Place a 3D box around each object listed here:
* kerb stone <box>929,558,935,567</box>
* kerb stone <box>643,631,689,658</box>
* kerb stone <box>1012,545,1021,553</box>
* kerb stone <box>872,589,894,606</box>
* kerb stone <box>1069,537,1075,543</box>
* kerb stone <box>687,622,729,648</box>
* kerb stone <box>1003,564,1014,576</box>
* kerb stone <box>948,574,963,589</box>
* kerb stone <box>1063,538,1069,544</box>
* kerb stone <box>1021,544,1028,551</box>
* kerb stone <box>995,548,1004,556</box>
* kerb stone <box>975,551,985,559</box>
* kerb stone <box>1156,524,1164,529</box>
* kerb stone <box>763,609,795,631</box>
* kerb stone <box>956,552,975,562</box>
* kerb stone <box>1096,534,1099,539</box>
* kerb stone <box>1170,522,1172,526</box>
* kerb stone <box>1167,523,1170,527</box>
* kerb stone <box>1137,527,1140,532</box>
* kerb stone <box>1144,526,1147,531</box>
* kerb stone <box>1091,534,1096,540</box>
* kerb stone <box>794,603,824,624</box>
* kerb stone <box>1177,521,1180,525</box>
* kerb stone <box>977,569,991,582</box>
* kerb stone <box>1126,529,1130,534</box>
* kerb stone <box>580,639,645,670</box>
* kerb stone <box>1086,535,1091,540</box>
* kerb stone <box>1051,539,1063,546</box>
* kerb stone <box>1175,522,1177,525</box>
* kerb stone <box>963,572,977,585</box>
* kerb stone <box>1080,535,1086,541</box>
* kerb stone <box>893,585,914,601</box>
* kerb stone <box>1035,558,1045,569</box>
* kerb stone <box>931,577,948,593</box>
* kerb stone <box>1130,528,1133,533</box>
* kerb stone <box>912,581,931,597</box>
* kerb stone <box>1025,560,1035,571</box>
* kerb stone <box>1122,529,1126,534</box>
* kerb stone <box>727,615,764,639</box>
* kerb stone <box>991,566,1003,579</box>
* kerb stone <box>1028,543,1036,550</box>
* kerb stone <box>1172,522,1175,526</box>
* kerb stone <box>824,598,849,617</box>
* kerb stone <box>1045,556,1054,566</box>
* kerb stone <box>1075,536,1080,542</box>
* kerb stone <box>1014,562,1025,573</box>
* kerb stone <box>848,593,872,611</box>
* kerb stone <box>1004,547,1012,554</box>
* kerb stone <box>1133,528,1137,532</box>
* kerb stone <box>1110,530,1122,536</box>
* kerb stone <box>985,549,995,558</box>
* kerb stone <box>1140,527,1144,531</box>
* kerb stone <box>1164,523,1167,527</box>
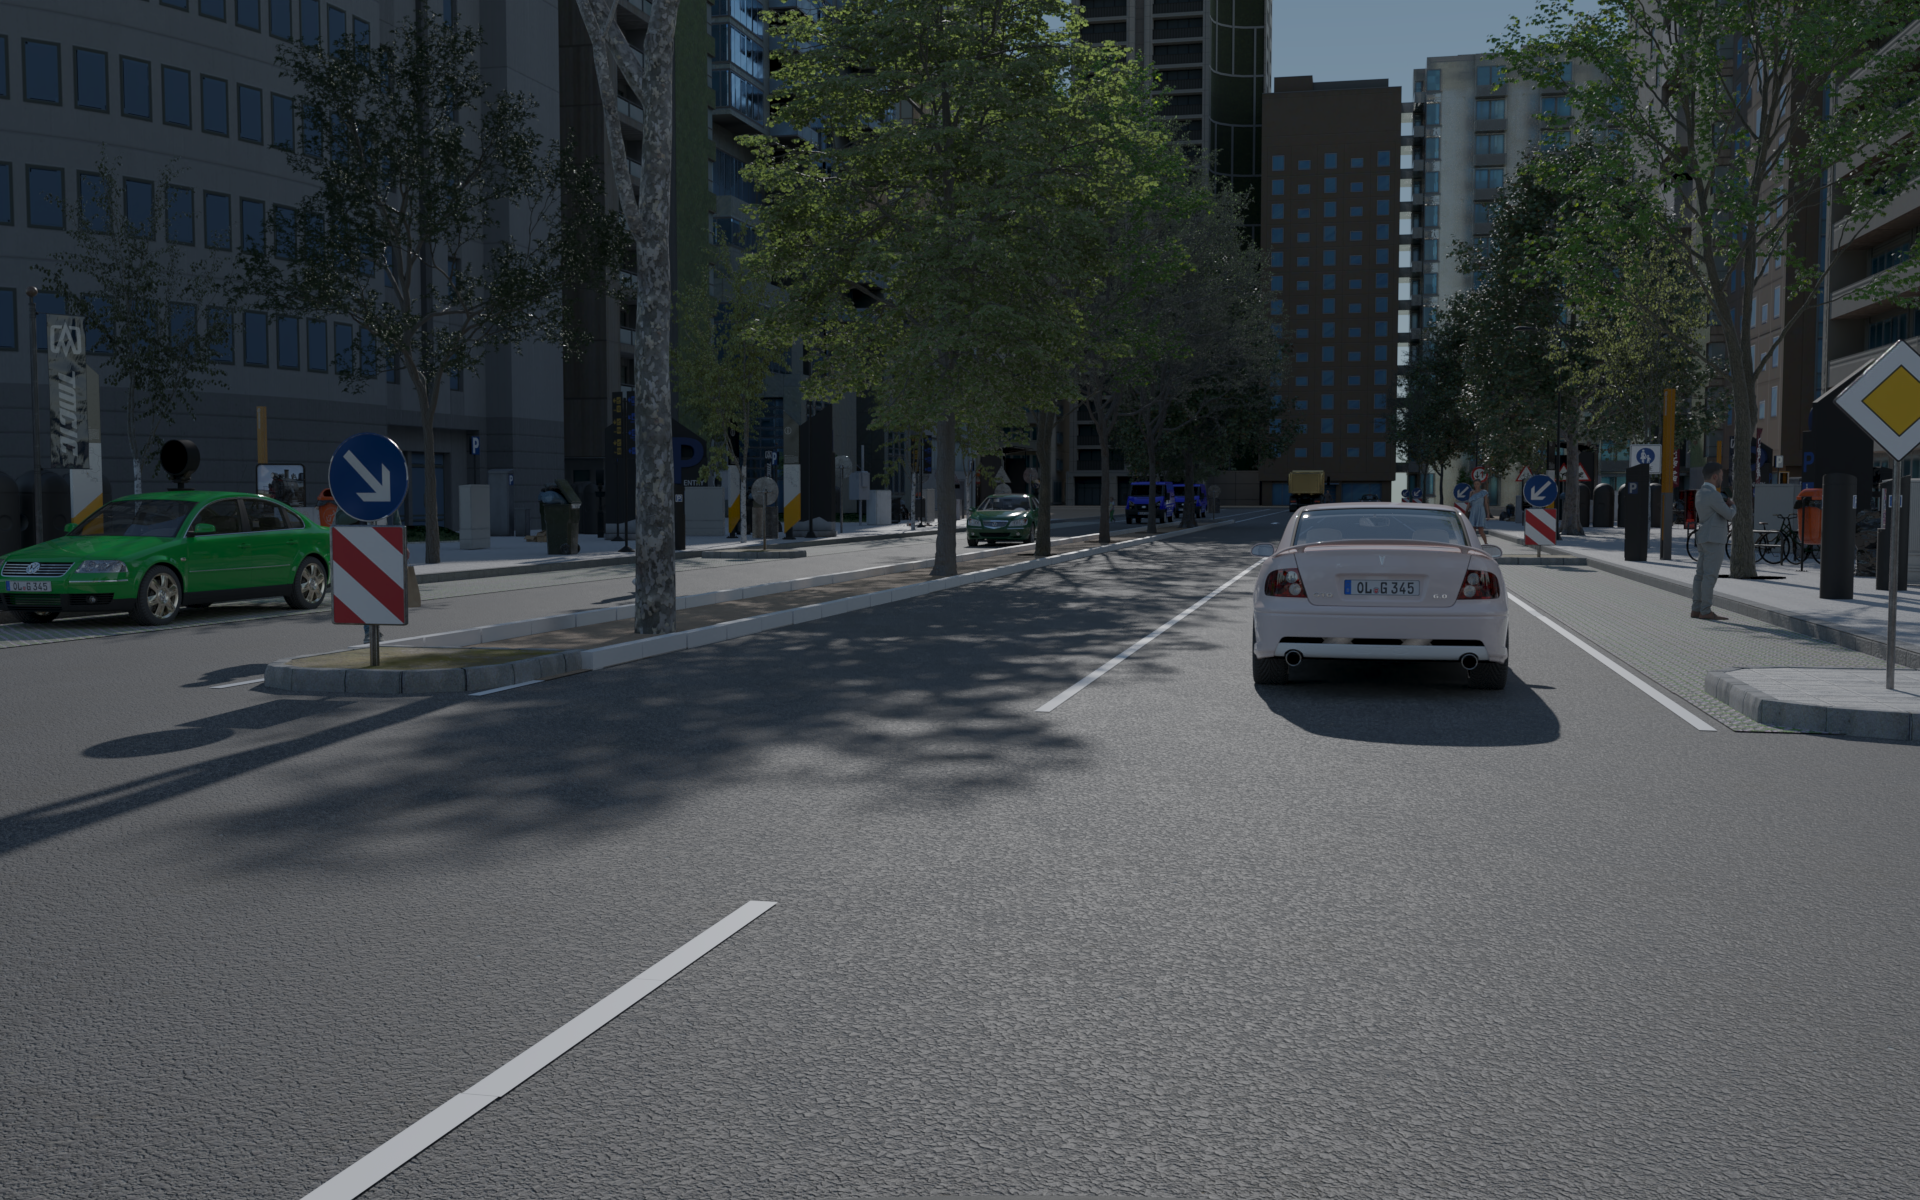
[{"bbox_3d":[-0.580,-0.725,34.047,0.120,0.150,1.000,1,4,13],"label":"kerb stone"},{"bbox_3d":[-2.705,0.408,15.560,0.120,0.150,1.000,1,4,13],"label":"kerb stone"},{"bbox_3d":[1.255,-1.214,42.044,0.120,0.150,1.000,1,4,13],"label":"kerb stone"},{"bbox_3d":[-1.084,-0.020,22.542,0.120,0.150,1.000,1,4,13],"label":"kerb stone"},{"bbox_3d":[3.103,-1.703,50.038,0.120,0.150,1.000,1,4,13],"label":"kerb stone"},{"bbox_3d":[-2.466,0.350,16.555,0.120,0.150,1.000,1,4,13],"label":"kerb stone"},{"bbox_3d":[0.756,-0.510,30.538,0.120,0.150,1.000,1,4,13],"label":"kerb stone"},{"bbox_3d":[-0.164,-0.265,26.536,0.120,0.150,1.000,1,4,13],"label":"kerb stone"},{"bbox_3d":[2.873,-1.638,49.029,0.120,0.150,1.000,1,4,13],"label":"kerb stone"},{"bbox_3d":[1.486,-1.274,43.040,0.120,0.150,1.000,1,4,13],"label":"kerb stone"},{"bbox_3d":[0.790,-1.091,40.041,0.120,0.150,1.000,1,4,13],"label":"kerb stone"},{"bbox_3d":[0.332,-0.970,38.048,0.120,0.150,1.000,1,4,13],"label":"kerb stone"},{"bbox_3d":[8.397,-3.107,72.994,0.120,0.150,1.000,1,4,13],"label":"kerb stone"},{"bbox_3d":[-2.013,0.223,18.549,0.120,0.150,1.000,1,4,13],"label":"kerb stone"},{"bbox_3d":[0.109,-0.908,37.051,0.120,0.150,1.000,1,4,13],"label":"kerb stone"},{"bbox_3d":[4.254,-2.008,55.018,0.120,0.150,1.000,1,4,13],"label":"kerb stone"},{"bbox_3d":[9.092,-3.291,76.007,0.120,0.150,1.000,1,4,13],"label":"kerb stone"},{"bbox_3d":[8.868,-3.229,74.997,0.120,0.150,1.000,1,4,13],"label":"kerb stone"},{"bbox_3d":[6.554,-2.616,65.014,0.120,0.150,1.000,1,4,13],"label":"kerb stone"},{"bbox_3d":[7.019,-2.741,67.012,0.120,0.150,1.000,1,4,13],"label":"kerb stone"},{"bbox_3d":[4.028,-1.947,54.021,0.120,0.150,1.000,1,4,13],"label":"kerb stone"},{"bbox_3d":[-1.773,0.162,19.546,0.120,0.150,1.000,1,4,13],"label":"kerb stone"},{"bbox_3d":[9.789,-3.471,79.014,0.120,0.150,1.000,1,4,13],"label":"kerb stone"},{"bbox_3d":[0.301,-0.388,28.536,0.120,0.150,1.000,1,4,13],"label":"kerb stone"},{"bbox_3d":[5.870,-2.436,62.017,0.120,0.150,1.000,1,4,13],"label":"kerb stone"},{"bbox_3d":[-2.928,0.467,14.562,0.120,0.150,1.000,1,4,13],"label":"kerb stone"},{"bbox_3d":[3.796,-1.885,53.026,0.120,0.150,1.000,1,4,13],"label":"kerb stone"},{"bbox_3d":[2.639,-1.580,48.027,0.120,0.150,1.000,1,4,13],"label":"kerb stone"},{"bbox_3d":[9.572,-3.414,78.014,0.120,0.150,1.000,1,4,13],"label":"kerb stone"},{"bbox_3d":[0.064,-0.327,27.541,0.120,0.150,1.000,1,4,13],"label":"kerb stone"},{"bbox_3d":[3.563,-1.822,52.030,0.120,0.150,1.000,1,4,13],"label":"kerb stone"},{"bbox_3d":[-0.850,-0.082,23.537,0.120,0.150,1.000,1,4,13],"label":"kerb stone"},{"bbox_3d":[1.449,-0.692,33.547,0.120,0.150,1.000,1,4,13],"label":"kerb stone"},{"bbox_3d":[-0.395,-0.204,25.531,0.120,0.150,1.000,1,4,13],"label":"kerb stone"},{"bbox_3d":[6.092,-2.497,63.015,0.120,0.150,1.000,1,4,13],"label":"kerb stone"},{"bbox_3d":[-0.625,-0.143,24.534,0.120,0.150,1.000,1,4,13],"label":"kerb stone"},{"bbox_3d":[1.217,-0.633,32.538,0.120,0.150,1.000,1,4,13],"label":"kerb stone"},{"bbox_3d":[5.625,-2.372,61.023,0.120,0.150,1.000,1,4,13],"label":"kerb stone"},{"bbox_3d":[-2.237,0.284,17.552,0.120,0.150,1.000,1,4,13],"label":"kerb stone"},{"bbox_3d":[0.528,-0.446,29.542,0.120,0.150,1.000,1,4,13],"label":"kerb stone"},{"bbox_3d":[1.717,-1.335,44.035,0.120,0.150,1.000,1,4,13],"label":"kerb stone"},{"bbox_3d":[9.328,-3.353,77.021,0.120,0.150,1.000,1,4,13],"label":"kerb stone"},{"bbox_3d":[-1.543,0.102,20.550,0.120,0.150,1.000,1,4,13],"label":"kerb stone"},{"bbox_3d":[1.680,-0.755,34.542,0.120,0.150,1.000,1,4,13],"label":"kerb stone"},{"bbox_3d":[3.335,-1.764,51.034,0.120,0.150,1.000,1,4,13],"label":"kerb stone"},{"bbox_3d":[0.984,-0.572,31.542,0.120,0.150,1.000,1,4,13],"label":"kerb stone"},{"bbox_3d":[-1.316,0.040,21.546,0.120,0.150,1.000,1,4,13],"label":"kerb stone"},{"bbox_3d":[1.021,-1.152,41.039,0.120,0.150,1.000,1,4,13],"label":"kerb stone"},{"bbox_3d":[6.323,-2.558,64.011,0.120,0.150,1.000,1,4,13],"label":"kerb stone"},{"bbox_3d":[5.403,-2.313,60.017,0.120,0.150,1.000,1,4,13],"label":"kerb stone"},{"bbox_3d":[0.561,-1.030,39.045,0.120,0.150,1.000,1,4,13],"label":"kerb stone"},{"bbox_3d":[6.787,-2.680,66.017,0.120,0.150,1.000,1,4,13],"label":"kerb stone"},{"bbox_3d":[8.632,-3.168,73.990,0.120,0.150,1.000,1,4,13],"label":"kerb stone"}]
